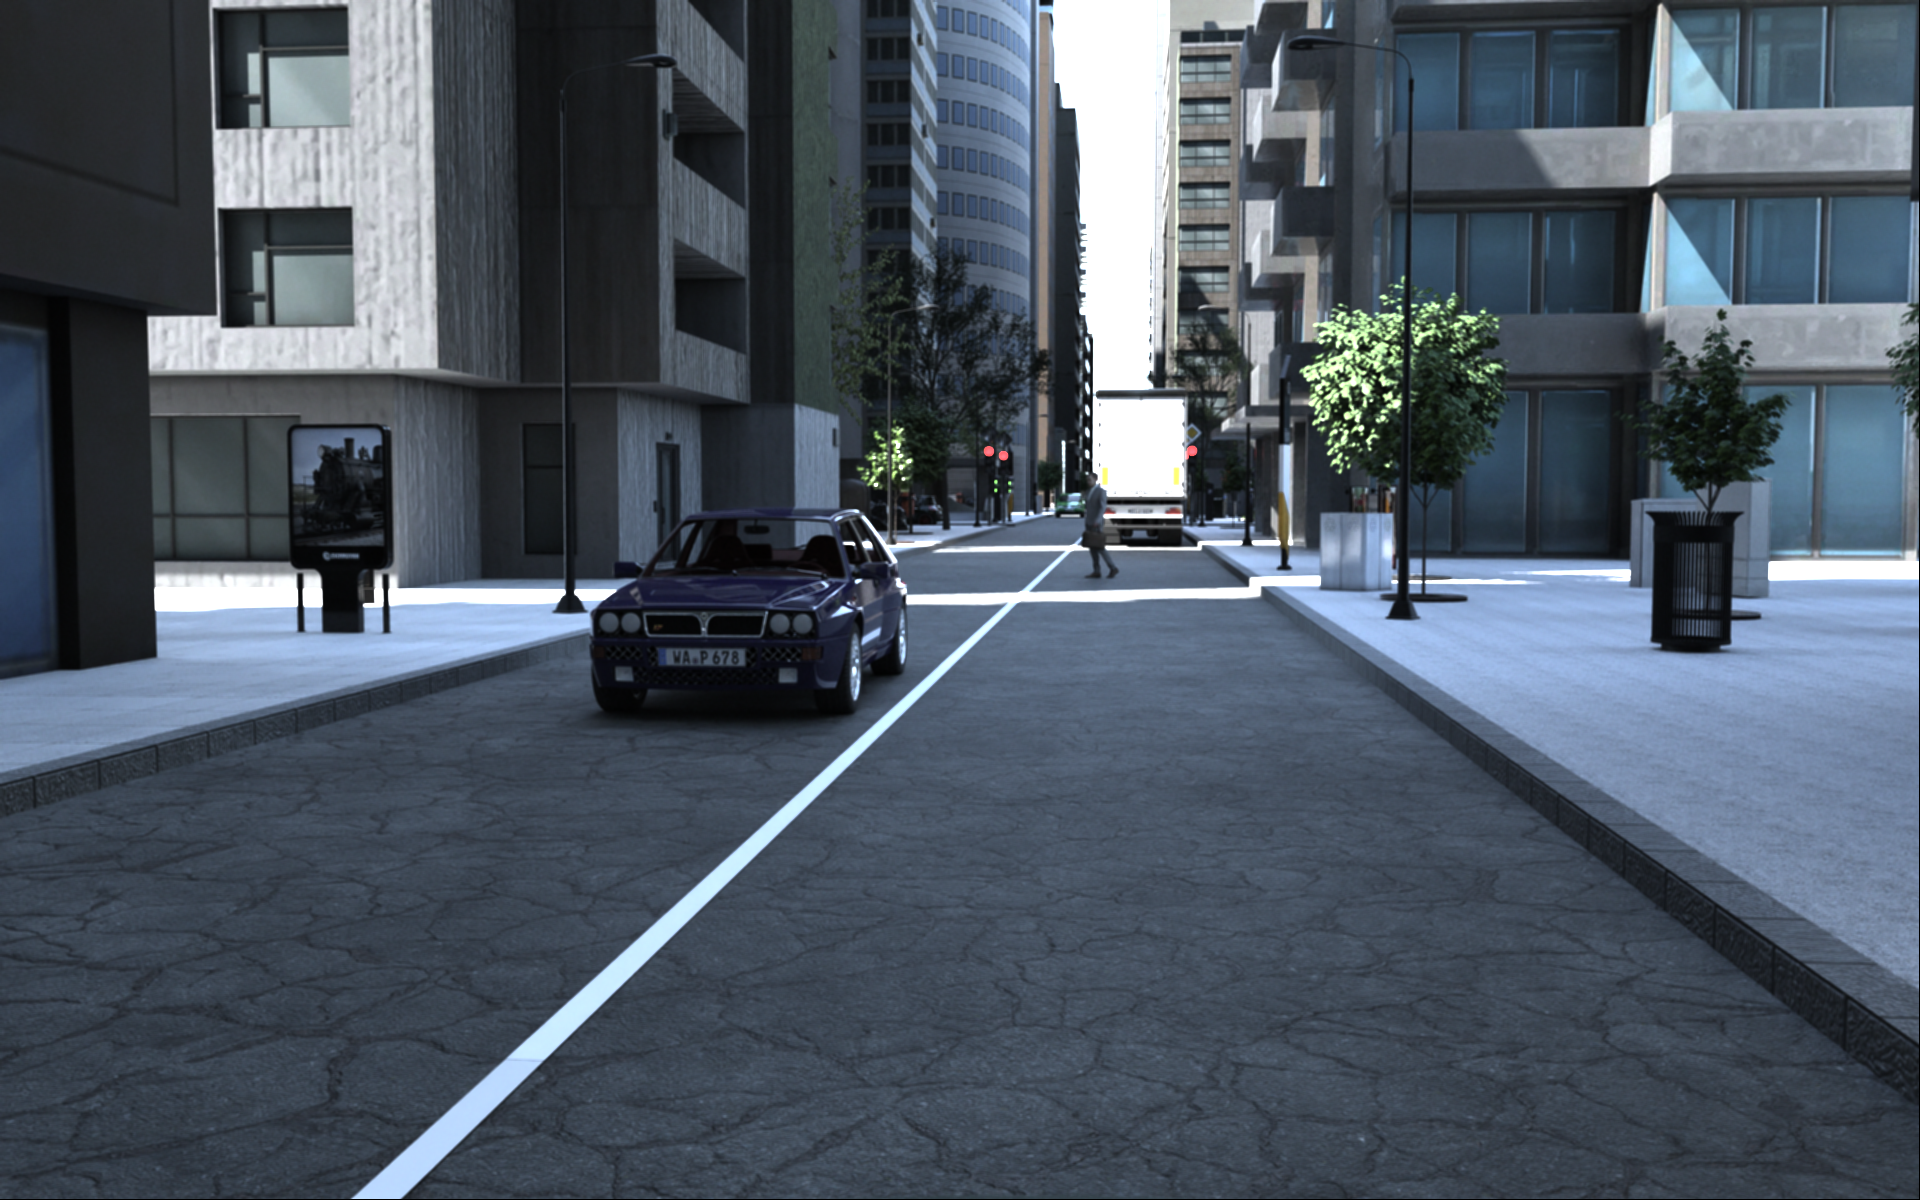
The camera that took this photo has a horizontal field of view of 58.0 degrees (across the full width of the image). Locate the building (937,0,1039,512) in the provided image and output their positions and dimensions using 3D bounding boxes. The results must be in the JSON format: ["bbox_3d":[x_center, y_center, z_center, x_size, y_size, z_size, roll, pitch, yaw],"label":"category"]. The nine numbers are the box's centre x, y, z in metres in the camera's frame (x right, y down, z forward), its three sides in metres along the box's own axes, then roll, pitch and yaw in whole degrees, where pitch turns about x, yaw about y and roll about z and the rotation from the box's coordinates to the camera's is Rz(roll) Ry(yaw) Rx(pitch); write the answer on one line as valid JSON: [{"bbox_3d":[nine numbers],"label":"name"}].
[{"bbox_3d":[-5.496,-35.708,125.827,21.231,58.520,28.212,0,4,6],"label":"building"}]

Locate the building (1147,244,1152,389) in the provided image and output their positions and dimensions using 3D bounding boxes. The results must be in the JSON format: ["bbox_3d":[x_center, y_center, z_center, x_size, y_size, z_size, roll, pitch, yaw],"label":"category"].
[{"bbox_3d":[42.874,-39.086,293.683,22.147,44.769,28.867,0,4,6],"label":"building"}]

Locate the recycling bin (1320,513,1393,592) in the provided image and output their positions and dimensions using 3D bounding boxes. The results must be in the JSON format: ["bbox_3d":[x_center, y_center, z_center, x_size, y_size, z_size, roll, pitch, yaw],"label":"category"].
[{"bbox_3d":[5.313,-0.652,23.219,0.722,1.027,0.722,3,5,45],"label":"recycling bin"}]

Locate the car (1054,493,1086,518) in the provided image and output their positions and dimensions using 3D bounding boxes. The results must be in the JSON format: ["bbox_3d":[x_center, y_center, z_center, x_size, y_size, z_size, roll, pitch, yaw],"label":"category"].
[{"bbox_3d":[6.802,-5.988,106.706,1.959,1.807,4.718,0,4,5],"label":"car"}]

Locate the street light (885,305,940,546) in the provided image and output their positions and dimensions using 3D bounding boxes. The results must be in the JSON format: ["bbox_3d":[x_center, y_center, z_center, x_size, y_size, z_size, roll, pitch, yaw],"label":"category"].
[{"bbox_3d":[-1.188,-4.295,42.758,1.470,5.913,1.316,0,4,6],"label":"street light"}]

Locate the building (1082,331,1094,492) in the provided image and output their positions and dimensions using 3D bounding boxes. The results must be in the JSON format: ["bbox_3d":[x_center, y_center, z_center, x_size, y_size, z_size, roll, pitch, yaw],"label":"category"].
[{"bbox_3d":[15.969,-32.246,298.923,14.160,30.474,14.107,0,4,6],"label":"building"}]

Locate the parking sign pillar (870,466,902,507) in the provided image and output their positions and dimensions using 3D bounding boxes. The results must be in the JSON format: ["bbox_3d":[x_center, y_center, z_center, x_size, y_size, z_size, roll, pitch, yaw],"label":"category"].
[{"bbox_3d":[-2.869,-4.880,68.264,1.447,3.967,1.447,0,4,8],"label":"parking sign pillar"}]

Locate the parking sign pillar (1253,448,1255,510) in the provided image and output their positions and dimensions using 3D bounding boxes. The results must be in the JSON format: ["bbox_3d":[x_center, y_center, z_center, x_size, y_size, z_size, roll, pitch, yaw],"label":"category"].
[{"bbox_3d":[17.680,-6.861,100.652,1.447,3.967,1.447,1,4,15],"label":"parking sign pillar"}]

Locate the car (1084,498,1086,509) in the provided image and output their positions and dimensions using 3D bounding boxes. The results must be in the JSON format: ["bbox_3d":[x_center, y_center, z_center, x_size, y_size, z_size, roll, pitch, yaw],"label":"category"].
[{"bbox_3d":[13.018,-9.511,167.510,2.014,1.417,4.499,0,4,8],"label":"car"}]

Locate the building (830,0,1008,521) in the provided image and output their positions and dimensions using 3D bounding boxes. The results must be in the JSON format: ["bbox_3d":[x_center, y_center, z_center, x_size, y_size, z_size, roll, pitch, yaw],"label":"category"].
[{"bbox_3d":[-14.060,-24.303,89.242,32.217,40.220,23.993,0,4,6],"label":"building"}]

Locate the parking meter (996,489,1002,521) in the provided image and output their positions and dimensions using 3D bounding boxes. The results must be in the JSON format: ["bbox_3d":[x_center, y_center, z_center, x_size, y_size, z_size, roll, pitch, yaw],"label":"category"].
[{"bbox_3d":[1.798,-4.504,82.053,0.372,1.533,0.369,0,3,0],"label":"parking meter"}]

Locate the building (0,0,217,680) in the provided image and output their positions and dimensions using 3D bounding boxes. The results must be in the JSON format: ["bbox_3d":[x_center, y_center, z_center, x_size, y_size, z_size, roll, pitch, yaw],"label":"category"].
[{"bbox_3d":[-13.481,-21.780,6.210,14.600,45.320,14.200,0,4,6],"label":"building"}]

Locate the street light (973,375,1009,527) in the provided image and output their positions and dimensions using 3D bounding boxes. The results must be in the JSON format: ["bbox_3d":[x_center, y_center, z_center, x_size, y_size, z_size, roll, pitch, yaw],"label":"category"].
[{"bbox_3d":[1.217,-5.800,67.377,1.470,5.913,1.316,0,4,6],"label":"street light"}]

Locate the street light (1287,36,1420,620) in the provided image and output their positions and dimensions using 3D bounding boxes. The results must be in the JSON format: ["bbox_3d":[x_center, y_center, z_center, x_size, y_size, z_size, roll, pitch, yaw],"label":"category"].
[{"bbox_3d":[4.021,-2.762,17.707,1.470,5.913,1.316,0,4,6],"label":"street light"}]

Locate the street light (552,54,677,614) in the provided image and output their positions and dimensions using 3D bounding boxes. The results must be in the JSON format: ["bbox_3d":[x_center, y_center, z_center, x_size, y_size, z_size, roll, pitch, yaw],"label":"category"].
[{"bbox_3d":[-3.684,-2.812,18.517,1.470,5.913,1.316,0,4,6],"label":"street light"}]

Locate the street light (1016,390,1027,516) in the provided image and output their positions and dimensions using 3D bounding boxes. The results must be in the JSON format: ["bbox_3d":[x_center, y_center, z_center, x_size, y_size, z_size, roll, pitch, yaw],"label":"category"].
[{"bbox_3d":[2.091,-6.385,76.928,1.470,5.913,1.316,0,4,6],"label":"street light"}]

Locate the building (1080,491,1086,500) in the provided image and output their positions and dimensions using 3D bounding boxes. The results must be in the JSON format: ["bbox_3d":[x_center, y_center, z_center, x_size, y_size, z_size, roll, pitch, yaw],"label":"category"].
[{"bbox_3d":[1.982,-34.098,249.380,32.217,40.220,23.993,0,4,6],"label":"building"}]

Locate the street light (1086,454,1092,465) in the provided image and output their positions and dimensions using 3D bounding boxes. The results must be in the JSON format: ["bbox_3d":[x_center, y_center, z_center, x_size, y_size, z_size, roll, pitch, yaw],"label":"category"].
[{"bbox_3d":[14.374,-14.059,202.406,1.470,5.913,1.316,0,4,6],"label":"street light"}]

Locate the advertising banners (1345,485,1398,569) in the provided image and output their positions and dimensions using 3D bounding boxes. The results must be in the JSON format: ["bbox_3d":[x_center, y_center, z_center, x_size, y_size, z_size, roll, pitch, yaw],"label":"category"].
[{"bbox_3d":[7.243,-2.031,29.390,2.074,3.025,0.090,-3,4,-38],"label":"advertising banners"}]

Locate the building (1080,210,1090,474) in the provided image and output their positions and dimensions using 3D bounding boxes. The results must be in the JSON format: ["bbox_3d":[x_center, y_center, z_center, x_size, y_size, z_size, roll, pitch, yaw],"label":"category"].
[{"bbox_3d":[9.274,-40.159,276.203,23.786,49.044,30.456,0,4,6],"label":"building"}]

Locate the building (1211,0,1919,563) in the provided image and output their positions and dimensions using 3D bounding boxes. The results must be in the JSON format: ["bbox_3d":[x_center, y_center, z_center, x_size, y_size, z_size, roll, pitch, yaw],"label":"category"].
[{"bbox_3d":[19.082,-26.014,44.930,23.786,49.044,30.456,0,4,6],"label":"building"}]

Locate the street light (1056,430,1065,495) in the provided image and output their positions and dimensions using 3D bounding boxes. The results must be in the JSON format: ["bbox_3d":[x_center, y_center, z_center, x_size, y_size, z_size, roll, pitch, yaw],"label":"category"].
[{"bbox_3d":[6.915,-9.417,126.503,1.470,5.913,1.316,0,4,6],"label":"street light"}]

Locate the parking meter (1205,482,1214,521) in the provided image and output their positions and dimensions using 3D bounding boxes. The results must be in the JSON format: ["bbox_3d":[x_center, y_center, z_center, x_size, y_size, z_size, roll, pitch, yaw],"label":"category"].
[{"bbox_3d":[11.942,-4.717,82.834,0.399,1.863,0.255,0,4,-5],"label":"parking meter"}]

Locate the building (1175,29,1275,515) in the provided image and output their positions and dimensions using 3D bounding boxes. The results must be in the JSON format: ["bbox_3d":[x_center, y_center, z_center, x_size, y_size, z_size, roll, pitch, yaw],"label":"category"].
[{"bbox_3d":[20.900,-20.780,111.462,14.160,30.474,14.107,0,4,6],"label":"building"}]

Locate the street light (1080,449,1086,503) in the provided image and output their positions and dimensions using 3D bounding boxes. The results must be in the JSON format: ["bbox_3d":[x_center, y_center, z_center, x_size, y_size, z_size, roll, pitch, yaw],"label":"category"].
[{"bbox_3d":[11.917,-12.543,177.625,1.470,5.913,1.316,0,4,6],"label":"street light"}]

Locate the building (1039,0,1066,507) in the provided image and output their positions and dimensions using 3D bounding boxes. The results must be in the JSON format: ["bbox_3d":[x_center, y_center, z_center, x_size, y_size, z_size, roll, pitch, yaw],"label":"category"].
[{"bbox_3d":[0.290,-53.141,181.519,22.319,86.520,31.000,0,4,6],"label":"building"}]

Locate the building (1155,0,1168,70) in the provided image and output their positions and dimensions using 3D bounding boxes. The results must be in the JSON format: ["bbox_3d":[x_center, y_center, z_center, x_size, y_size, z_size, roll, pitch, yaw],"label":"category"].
[{"bbox_3d":[31.511,-39.452,187.042,21.231,58.520,28.212,0,4,6],"label":"building"}]

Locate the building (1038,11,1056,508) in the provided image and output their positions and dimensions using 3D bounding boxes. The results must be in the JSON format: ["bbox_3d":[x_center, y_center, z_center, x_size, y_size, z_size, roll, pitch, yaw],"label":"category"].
[{"bbox_3d":[1.577,-31.185,159.986,14.600,45.320,14.200,0,4,6],"label":"building"}]

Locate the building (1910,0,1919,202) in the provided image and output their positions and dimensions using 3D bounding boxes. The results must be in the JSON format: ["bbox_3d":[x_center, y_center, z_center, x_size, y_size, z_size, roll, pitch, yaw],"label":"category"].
[{"bbox_3d":[40.879,-22.735,55.310,14.086,41.232,14.154,0,4,6],"label":"building"}]

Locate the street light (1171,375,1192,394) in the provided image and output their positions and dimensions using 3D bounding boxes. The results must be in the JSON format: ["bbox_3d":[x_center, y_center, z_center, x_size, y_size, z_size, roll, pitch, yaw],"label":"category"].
[{"bbox_3d":[8.919,-5.811,67.553,1.470,5.913,1.316,0,4,6],"label":"street light"}]

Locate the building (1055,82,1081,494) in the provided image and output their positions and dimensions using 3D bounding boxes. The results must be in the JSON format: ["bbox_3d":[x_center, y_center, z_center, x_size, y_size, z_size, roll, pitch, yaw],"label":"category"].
[{"bbox_3d":[3.563,-35.782,208.735,21.300,48.544,21.600,0,4,6],"label":"building"}]

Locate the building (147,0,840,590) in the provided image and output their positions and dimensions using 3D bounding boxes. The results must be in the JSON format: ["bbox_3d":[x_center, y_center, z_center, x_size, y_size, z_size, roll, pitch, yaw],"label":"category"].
[{"bbox_3d":[-10.125,-15.710,28.553,14.160,30.474,14.107,0,4,6],"label":"building"}]

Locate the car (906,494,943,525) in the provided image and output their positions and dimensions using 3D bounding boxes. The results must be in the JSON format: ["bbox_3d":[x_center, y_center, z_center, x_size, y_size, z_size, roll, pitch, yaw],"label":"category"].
[{"bbox_3d":[-2.730,-3.846,72.663,4.222,1.686,2.009,0,4,6],"label":"car"}]

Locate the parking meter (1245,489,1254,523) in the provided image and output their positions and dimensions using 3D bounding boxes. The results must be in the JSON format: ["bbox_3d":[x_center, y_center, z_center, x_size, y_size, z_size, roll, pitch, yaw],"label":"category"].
[{"bbox_3d":[12.752,-4.154,76.324,0.372,1.533,0.369,0,3,0],"label":"parking meter"}]

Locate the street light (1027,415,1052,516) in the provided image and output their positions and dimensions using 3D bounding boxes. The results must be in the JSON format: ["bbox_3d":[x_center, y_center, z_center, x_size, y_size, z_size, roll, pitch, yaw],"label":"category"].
[{"bbox_3d":[4.488,-7.885,101.466,1.470,5.913,1.316,0,4,6],"label":"street light"}]

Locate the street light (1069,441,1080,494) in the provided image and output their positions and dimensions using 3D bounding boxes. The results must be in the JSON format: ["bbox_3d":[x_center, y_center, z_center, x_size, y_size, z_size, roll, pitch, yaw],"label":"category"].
[{"bbox_3d":[9.616,-11.044,153.115,1.470,5.913,1.316,0,4,6],"label":"street light"}]

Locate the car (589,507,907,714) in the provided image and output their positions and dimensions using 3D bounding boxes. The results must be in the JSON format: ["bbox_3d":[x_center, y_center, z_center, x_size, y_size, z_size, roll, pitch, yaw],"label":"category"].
[{"bbox_3d":[-1.415,0.000,12.581,1.945,1.354,3.894,0,4,5],"label":"car"}]

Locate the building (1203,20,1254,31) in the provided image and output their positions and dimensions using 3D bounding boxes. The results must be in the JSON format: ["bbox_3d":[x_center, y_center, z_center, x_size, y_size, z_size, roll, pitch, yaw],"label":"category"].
[{"bbox_3d":[31.176,-27.242,137.291,32.217,40.220,23.993,0,4,6],"label":"building"}]

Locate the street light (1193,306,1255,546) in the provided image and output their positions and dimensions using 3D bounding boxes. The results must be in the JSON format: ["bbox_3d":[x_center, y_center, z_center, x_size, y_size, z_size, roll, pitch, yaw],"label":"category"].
[{"bbox_3d":[6.578,-4.296,42.788,1.470,5.913,1.316,0,4,6],"label":"street light"}]

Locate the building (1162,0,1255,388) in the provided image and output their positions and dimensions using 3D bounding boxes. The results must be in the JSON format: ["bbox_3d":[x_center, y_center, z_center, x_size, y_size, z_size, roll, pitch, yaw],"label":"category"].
[{"bbox_3d":[29.932,-32.950,162.441,21.300,48.544,21.600,0,4,6],"label":"building"}]
